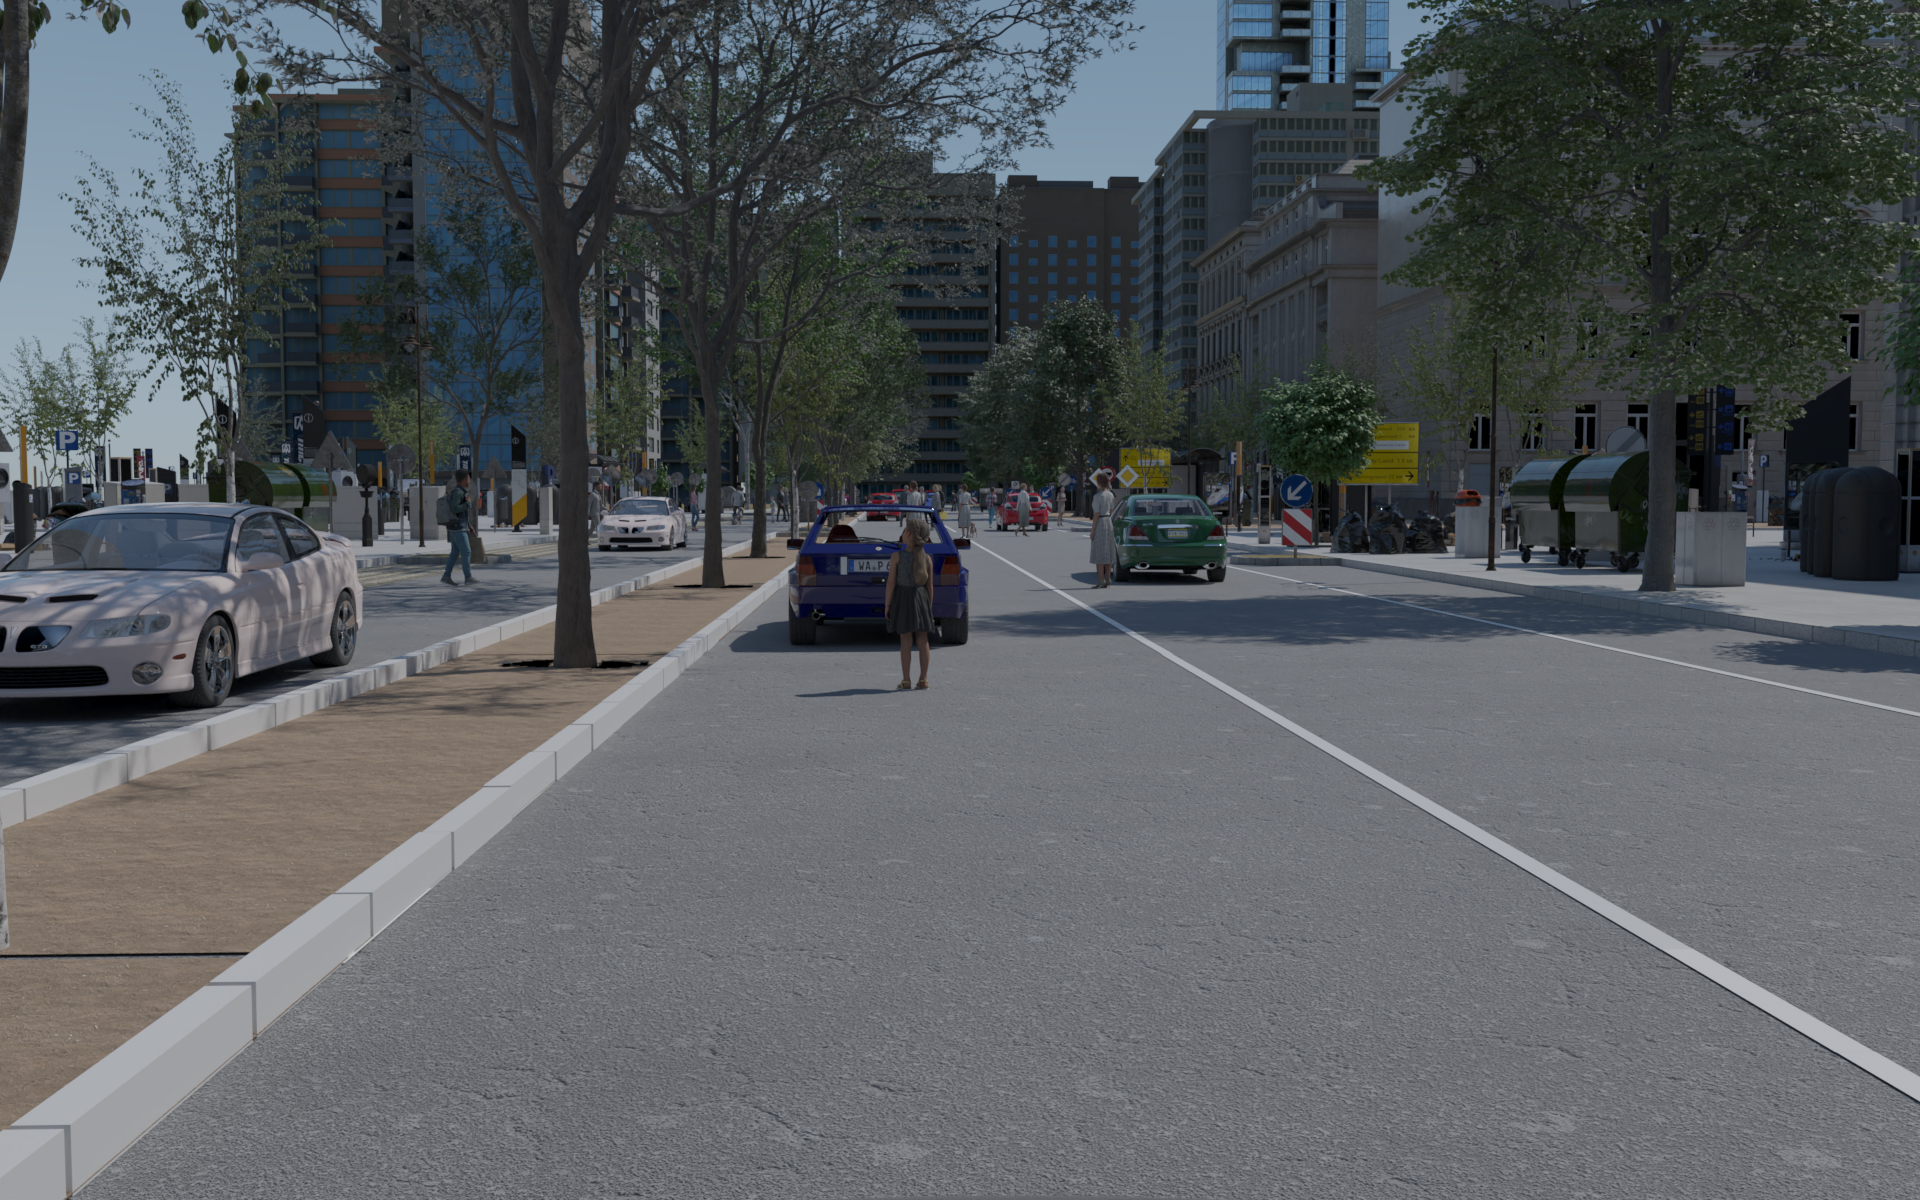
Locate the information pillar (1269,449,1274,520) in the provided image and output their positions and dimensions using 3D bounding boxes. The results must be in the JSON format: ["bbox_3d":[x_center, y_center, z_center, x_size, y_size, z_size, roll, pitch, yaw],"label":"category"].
[{"bbox_3d":[15.157,-5.687,84.338,0.183,3.616,0.504,2,4,27],"label":"information pillar"}]

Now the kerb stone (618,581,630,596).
[{"bbox_3d":[-4.824,-0.134,24.430,0.120,0.150,1.000,0,4,-2],"label":"kerb stone"}]

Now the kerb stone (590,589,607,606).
[{"bbox_3d":[-4.735,-0.012,22.385,0.120,0.150,1.000,0,4,-2],"label":"kerb stone"}]

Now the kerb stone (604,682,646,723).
[{"bbox_3d":[-2.175,0.673,11.192,0.120,0.150,1.000,0,4,-2],"label":"kerb stone"}]

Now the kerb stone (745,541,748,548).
[{"bbox_3d":[-5.655,-1.389,44.909,0.120,0.150,1.000,0,4,-2],"label":"kerb stone"}]

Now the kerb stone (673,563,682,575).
[{"bbox_3d":[-5.066,-0.512,30.565,0.120,0.150,1.000,0,4,-2],"label":"kerb stone"}]

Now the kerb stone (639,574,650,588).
[{"bbox_3d":[-4.906,-0.262,26.480,0.120,0.150,1.000,0,4,-2],"label":"kerb stone"}]

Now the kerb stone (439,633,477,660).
[{"bbox_3d":[-4.448,0.426,15.224,0.120,0.150,1.000,0,4,-2],"label":"kerb stone"}]

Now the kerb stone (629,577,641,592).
[{"bbox_3d":[-4.864,-0.194,25.455,0.120,0.150,1.000,0,4,-2],"label":"kerb stone"}]

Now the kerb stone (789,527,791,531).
[{"bbox_3d":[-6.629,-2.865,69.031,0.120,0.150,1.000,0,4,-2],"label":"kerb stone"}]

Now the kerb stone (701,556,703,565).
[{"bbox_3d":[-5.241,-0.760,34.665,0.120,0.150,1.000,0,4,-2],"label":"kerb stone"}]

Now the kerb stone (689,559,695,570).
[{"bbox_3d":[-5.154,-0.637,32.612,0.120,0.150,1.000,0,4,-2],"label":"kerb stone"}]

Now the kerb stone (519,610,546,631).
[{"bbox_3d":[-4.565,0.238,18.299,0.120,0.150,1.000,0,4,-2],"label":"kerb stone"}]

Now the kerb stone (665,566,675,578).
[{"bbox_3d":[-5.022,-0.449,29.544,0.120,0.150,1.000,0,4,-2],"label":"kerb stone"}]

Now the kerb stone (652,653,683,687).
[{"bbox_3d":[-2.259,0.549,13.234,0.120,0.150,1.000,0,4,-2],"label":"kerb stone"}]

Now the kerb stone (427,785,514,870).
[{"bbox_3d":[-2.008,0.927,7.100,0.120,0.150,1.000,0,4,-2],"label":"kerb stone"}]

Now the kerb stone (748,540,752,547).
[{"bbox_3d":[-5.690,-1.452,45.931,0.120,0.150,1.000,0,4,-2],"label":"kerb stone"}]

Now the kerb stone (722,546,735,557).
[{"bbox_3d":[-5.478,-1.139,40.814,0.120,0.150,1.000,0,4,-2],"label":"kerb stone"}]

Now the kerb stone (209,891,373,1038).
[{"bbox_3d":[-1.933,1.048,5.057,0.120,0.150,1.000,0,4,-2],"label":"kerb stone"}]

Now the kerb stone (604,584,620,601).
[{"bbox_3d":[-4.772,-0.074,23.406,0.120,0.150,1.000,0,4,-2],"label":"kerb stone"}]

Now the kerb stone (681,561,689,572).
[{"bbox_3d":[-5.108,-0.575,31.591,0.120,0.150,1.000,0,4,-2],"label":"kerb stone"}]

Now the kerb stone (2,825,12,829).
[{"bbox_3d":[-4.113,0.928,7.032,0.120,0.150,1.000,0,4,-2],"label":"kerb stone"}]

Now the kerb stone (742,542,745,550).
[{"bbox_3d":[-5.606,-1.326,43.888,0.120,0.150,1.000,0,4,-2],"label":"kerb stone"}]

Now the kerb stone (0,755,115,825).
[{"bbox_3d":[-4.157,0.867,8.057,0.120,0.150,1.000,0,4,-2],"label":"kerb stone"}]

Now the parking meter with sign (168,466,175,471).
[{"bbox_3d":[-50.307,-6.887,108.864,1.738,3.016,0.543,0,4,6],"label":"parking meter with sign"}]

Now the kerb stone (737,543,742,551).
[{"bbox_3d":[-5.571,-1.261,42.867,0.120,0.150,1.000,0,4,-2],"label":"kerb stone"}]

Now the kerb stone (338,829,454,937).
[{"bbox_3d":[-1.972,0.986,6.078,0.120,0.150,1.000,0,4,-2],"label":"kerb stone"}]

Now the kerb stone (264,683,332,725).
[{"bbox_3d":[-4.277,0.677,11.125,0.120,0.150,1.000,0,4,-2],"label":"kerb stone"}]

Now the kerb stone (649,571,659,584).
[{"bbox_3d":[-4.946,-0.324,27.501,0.120,0.150,1.000,0,4,-2],"label":"kerb stone"}]

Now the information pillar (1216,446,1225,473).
[{"bbox_3d":[12.727,-5.702,84.574,0.504,3.616,0.183,-2,4,-31],"label":"information pillar"}]

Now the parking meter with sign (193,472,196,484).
[{"bbox_3d":[-60.433,-8.712,138.701,1.738,3.016,0.543,0,4,-2],"label":"parking meter with sign"}]

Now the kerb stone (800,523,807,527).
[{"bbox_3d":[-6.965,-3.366,77.235,0.120,0.150,1.000,0,4,-2],"label":"kerb stone"}]

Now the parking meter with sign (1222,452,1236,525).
[{"bbox_3d":[10.987,-4.626,71.894,0.543,3.016,1.738,-1,4,-20],"label":"parking meter with sign"}]

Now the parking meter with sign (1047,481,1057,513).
[{"bbox_3d":[6.147,-7.406,117.343,0.543,3.016,1.738,-1,4,-13],"label":"parking meter with sign"}]

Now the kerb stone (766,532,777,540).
[{"bbox_3d":[-6.107,-2.076,56.162,0.120,0.150,1.000,0,4,-2],"label":"kerb stone"}]

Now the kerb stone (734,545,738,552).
[{"bbox_3d":[-5.525,-1.201,41.834,0.120,0.150,1.000,0,4,-2],"label":"kerb stone"}]

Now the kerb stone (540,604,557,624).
[{"bbox_3d":[-4.608,0.176,19.320,0.120,0.150,1.000,0,4,-2],"label":"kerb stone"}]

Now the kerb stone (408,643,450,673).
[{"bbox_3d":[-4.395,0.491,14.200,0.120,0.150,1.000,0,4,-2],"label":"kerb stone"}]

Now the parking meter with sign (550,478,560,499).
[{"bbox_3d":[-19.584,-5.382,84.263,1.738,3.016,0.543,-2,4,-30],"label":"parking meter with sign"}]

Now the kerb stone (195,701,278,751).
[{"bbox_3d":[-4.233,0.741,10.099,0.120,0.150,1.000,0,4,-2],"label":"kerb stone"}]

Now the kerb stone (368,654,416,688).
[{"bbox_3d":[-4.353,0.552,13.174,0.120,0.150,1.000,0,4,-2],"label":"kerb stone"}]

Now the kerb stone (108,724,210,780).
[{"bbox_3d":[-4.203,0.802,9.077,0.120,0.150,1.000,0,4,-2],"label":"kerb stone"}]

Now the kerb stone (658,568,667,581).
[{"bbox_3d":[-4.992,-0.387,28.522,0.120,0.150,1.000,0,4,-2],"label":"kerb stone"}]

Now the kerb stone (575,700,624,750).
[{"bbox_3d":[-2.128,0.736,10.169,0.120,0.150,1.000,0,4,-2],"label":"kerb stone"}]

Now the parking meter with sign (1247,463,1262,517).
[{"bbox_3d":[16.160,-6.211,97.813,0.543,3.016,1.738,-3,5,-41],"label":"parking meter with sign"}]

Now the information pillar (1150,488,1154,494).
[{"bbox_3d":[12.679,-6.763,115.068,0.304,2.012,0.304,3,4,36],"label":"information pillar"}]

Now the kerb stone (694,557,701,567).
[{"bbox_3d":[-5.194,-0.698,33.644,0.120,0.150,1.000,0,4,-2],"label":"kerb stone"}]

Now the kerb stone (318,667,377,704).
[{"bbox_3d":[-4.320,0.615,12.146,0.120,0.150,1.000,0,4,-2],"label":"kerb stone"}]

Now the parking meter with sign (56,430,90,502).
[{"bbox_3d":[-23.996,-3.090,46.779,0.543,3.016,1.738,-2,4,-32],"label":"parking meter with sign"}]

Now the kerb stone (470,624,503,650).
[{"bbox_3d":[-4.488,0.365,16.248,0.120,0.150,1.000,0,4,-2],"label":"kerb stone"}]

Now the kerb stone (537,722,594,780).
[{"bbox_3d":[-2.094,0.801,9.148,0.120,0.150,1.000,0,4,-2],"label":"kerb stone"}]

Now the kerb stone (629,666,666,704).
[{"bbox_3d":[-2.219,0.611,12.213,0.120,0.150,1.000,0,4,-2],"label":"kerb stone"}]

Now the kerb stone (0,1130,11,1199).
[{"bbox_3d":[-1.850,1.174,3.002,0.120,0.150,1.000,0,4,-2],"label":"kerb stone"}]

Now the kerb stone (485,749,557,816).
[{"bbox_3d":[-2.057,0.861,8.120,0.120,0.150,1.000,0,4,-2],"label":"kerb stone"}]

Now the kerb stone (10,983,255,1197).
[{"bbox_3d":[-1.889,1.111,4.023,0.120,0.150,1.000,0,4,-2],"label":"kerb stone"}]

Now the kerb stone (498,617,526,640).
[{"bbox_3d":[-4.524,0.301,17.277,0.120,0.150,1.000,0,4,-2],"label":"kerb stone"}]

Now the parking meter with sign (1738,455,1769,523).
[{"bbox_3d":[34.771,-4.908,76.512,1.738,3.016,0.543,-1,4,-12],"label":"parking meter with sign"}]
